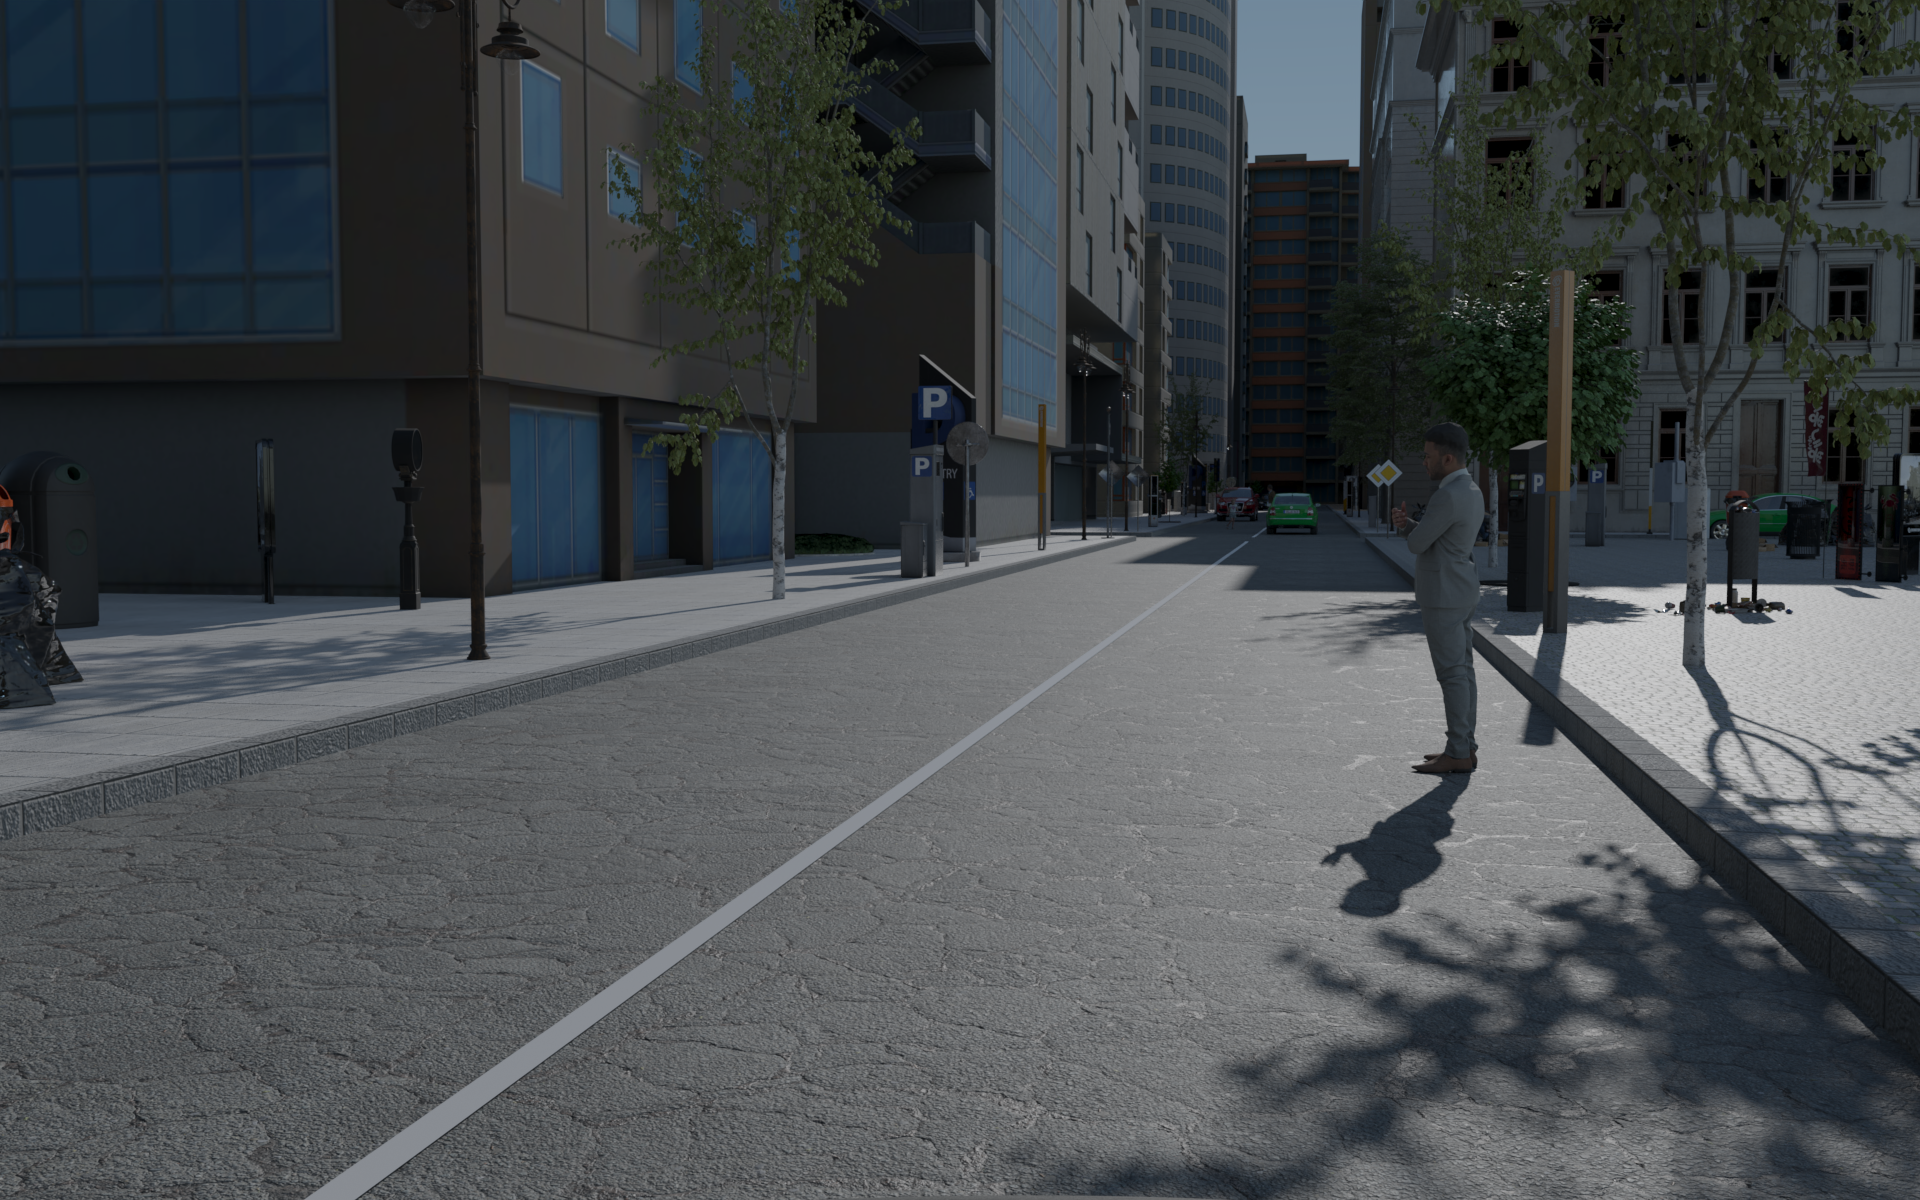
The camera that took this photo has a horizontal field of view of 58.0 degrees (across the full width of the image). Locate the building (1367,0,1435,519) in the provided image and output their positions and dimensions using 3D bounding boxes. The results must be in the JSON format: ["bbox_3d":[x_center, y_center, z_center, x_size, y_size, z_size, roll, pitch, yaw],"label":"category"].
[{"bbox_3d":[28.601,-19.436,95.275,11.434,29.767,29.804,1,4,11],"label":"building"}]

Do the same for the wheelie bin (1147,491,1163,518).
[{"bbox_3d":[10.453,-5.206,93.019,0.693,1.594,0.980,2,4,25],"label":"wheelie bin"}]

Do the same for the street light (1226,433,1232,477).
[{"bbox_3d":[20.166,-9.608,129.881,0.468,5.910,1.993,1,4,11],"label":"street light"}]

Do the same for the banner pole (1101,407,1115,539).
[{"bbox_3d":[4.315,-3.680,50.191,0.401,3.779,0.863,1,4,10],"label":"banner pole"}]

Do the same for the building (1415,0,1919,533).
[{"bbox_3d":[27.126,-13.743,60.855,21.152,22.565,11.583,1,4,11],"label":"building"}]

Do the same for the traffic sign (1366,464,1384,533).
[{"bbox_3d":[13.936,-3.309,57.746,0.795,2.450,0.064,1,4,11],"label":"traffic sign"}]

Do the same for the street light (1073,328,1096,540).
[{"bbox_3d":[3.471,-4.617,48.277,0.468,5.910,1.993,1,4,11],"label":"street light"}]

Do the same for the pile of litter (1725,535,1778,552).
[{"bbox_3d":[17.941,-1.546,39.235,1.719,0.858,1.176,-3,5,-44],"label":"pile of litter"}]

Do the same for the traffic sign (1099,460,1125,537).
[{"bbox_3d":[4.510,-2.929,51.534,0.795,2.450,0.064,1,4,11],"label":"traffic sign"}]

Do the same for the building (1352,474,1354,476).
[{"bbox_3d":[50.250,-33.426,166.129,23.786,49.044,30.456,1,4,11],"label":"building"}]

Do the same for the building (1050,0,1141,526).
[{"bbox_3d":[-6.655,-29.717,75.115,28.713,52.752,27.495,1,4,11],"label":"building"}]

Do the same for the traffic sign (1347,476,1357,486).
[{"bbox_3d":[22.159,-5.860,97.934,0.606,2.300,0.079,1,4,19],"label":"traffic sign"}]

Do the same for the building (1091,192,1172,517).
[{"bbox_3d":[-1.382,-16.320,111.867,27.650,21.520,28.899,1,4,11],"label":"building"}]

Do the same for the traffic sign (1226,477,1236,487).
[{"bbox_3d":[20.005,-7.820,127.969,0.768,2.556,0.104,1,4,14],"label":"traffic sign"}]

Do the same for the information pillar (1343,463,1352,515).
[{"bbox_3d":[24.265,-7.165,108.505,0.504,3.616,0.183,1,4,9],"label":"information pillar"}]

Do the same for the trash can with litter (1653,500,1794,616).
[{"bbox_3d":[8.299,-0.489,19.050,2.233,1.210,1.678,-3,4,-36],"label":"trash can with litter"}]

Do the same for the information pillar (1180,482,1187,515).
[{"bbox_3d":[13.948,-6.328,107.953,0.304,2.012,0.304,3,4,38],"label":"information pillar"}]

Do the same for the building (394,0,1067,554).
[{"bbox_3d":[-5.100,-24.253,46.645,14.200,45.320,14.600,1,4,11],"label":"building"}]

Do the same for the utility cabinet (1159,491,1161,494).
[{"bbox_3d":[15.132,-7.641,133.602,1.173,1.500,0.318,-1,4,-18],"label":"utility cabinet"}]

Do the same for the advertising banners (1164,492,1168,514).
[{"bbox_3d":[12.994,-6.895,108.919,0.090,3.025,2.074,0,4,-3],"label":"advertising banners"}]

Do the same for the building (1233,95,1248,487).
[{"bbox_3d":[21.674,-35.116,197.855,21.600,48.544,21.300,1,4,11],"label":"building"}]

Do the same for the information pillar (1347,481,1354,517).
[{"bbox_3d":[21.689,-5.615,96.302,0.304,2.012,0.304,2,4,24],"label":"information pillar"}]

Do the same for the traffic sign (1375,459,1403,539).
[{"bbox_3d":[12.339,-2.831,49.922,0.795,2.450,0.064,1,4,11],"label":"traffic sign"}]

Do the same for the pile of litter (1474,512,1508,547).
[{"bbox_3d":[13.195,-1.767,42.856,1.719,0.858,1.176,-1,4,-15],"label":"pile of litter"}]

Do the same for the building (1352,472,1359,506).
[{"bbox_3d":[53.646,-46.026,190.771,20.563,71.187,20.611,1,4,11],"label":"building"}]

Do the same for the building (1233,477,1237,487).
[{"bbox_3d":[11.714,-29.599,175.818,32.217,40.220,23.993,1,4,11],"label":"building"}]

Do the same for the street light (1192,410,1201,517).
[{"bbox_3d":[12.964,-7.474,94.991,0.468,5.910,1.993,1,4,11],"label":"street light"}]

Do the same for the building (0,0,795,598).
[{"bbox_3d":[-11.039,-23.099,27.784,14.600,45.320,14.200,1,4,11],"label":"building"}]

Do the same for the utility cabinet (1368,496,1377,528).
[{"bbox_3d":[15.912,-3.407,66.862,0.306,1.237,1.020,1,4,13],"label":"utility cabinet"}]

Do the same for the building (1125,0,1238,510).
[{"bbox_3d":[12.404,-37.089,148.407,21.231,58.520,28.212,1,4,11],"label":"building"}]

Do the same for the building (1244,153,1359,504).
[{"bbox_3d":[40.981,-34.956,226.149,28.867,44.769,22.147,1,4,11],"label":"building"}]

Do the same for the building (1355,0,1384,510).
[{"bbox_3d":[40.687,-30.296,145.443,14.600,45.320,14.200,1,4,11],"label":"building"}]

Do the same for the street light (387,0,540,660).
[{"bbox_3d":[-3.737,-2.476,13.267,0.468,5.910,1.993,1,4,11],"label":"street light"}]

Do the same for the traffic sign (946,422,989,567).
[{"bbox_3d":[0.123,-1.859,30.501,0.768,2.556,0.104,1,4,12],"label":"traffic sign"}]

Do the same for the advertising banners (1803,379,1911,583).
[{"bbox_3d":[13.319,-1.813,25.835,0.090,3.025,2.074,-1,4,-16],"label":"advertising banners"}]

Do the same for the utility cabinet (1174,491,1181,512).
[{"bbox_3d":[15.660,-6.989,122.951,0.318,1.500,1.173,3,5,43],"label":"utility cabinet"}]

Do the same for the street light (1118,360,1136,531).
[{"bbox_3d":[5.769,-5.328,59.900,0.468,5.910,1.993,1,4,11],"label":"street light"}]

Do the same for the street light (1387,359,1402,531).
[{"bbox_3d":[14.845,-5.294,59.338,0.468,5.910,1.993,1,4,11],"label":"street light"}]

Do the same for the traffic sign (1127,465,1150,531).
[{"bbox_3d":[6.107,-3.408,59.359,0.795,2.450,0.064,1,4,11],"label":"traffic sign"}]

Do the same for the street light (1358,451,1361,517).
[{"bbox_3d":[21.998,-7.493,95.299,0.468,5.910,1.993,1,4,11],"label":"street light"}]

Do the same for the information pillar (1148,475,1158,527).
[{"bbox_3d":[7.517,-3.849,67.416,0.304,2.012,0.304,-1,4,-14],"label":"information pillar"}]
